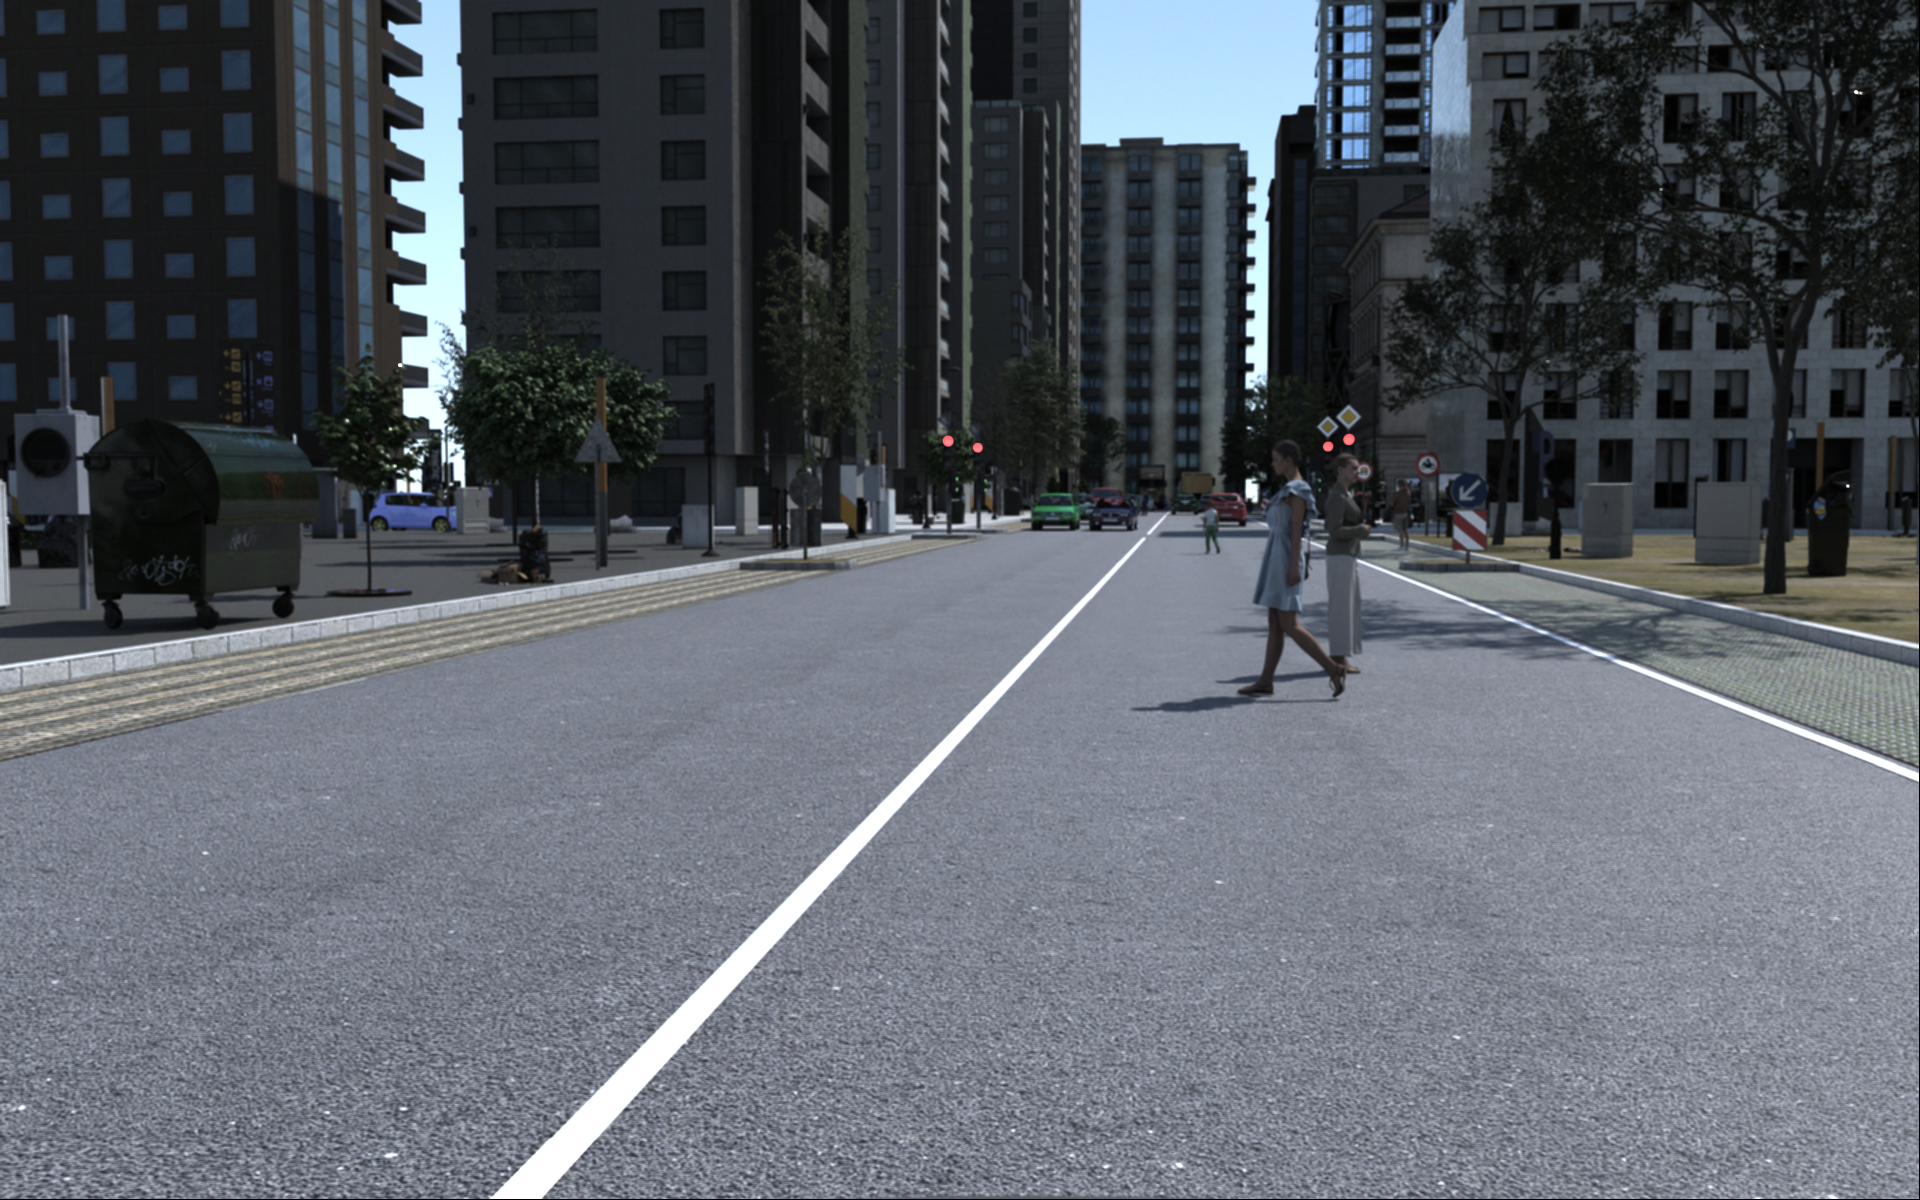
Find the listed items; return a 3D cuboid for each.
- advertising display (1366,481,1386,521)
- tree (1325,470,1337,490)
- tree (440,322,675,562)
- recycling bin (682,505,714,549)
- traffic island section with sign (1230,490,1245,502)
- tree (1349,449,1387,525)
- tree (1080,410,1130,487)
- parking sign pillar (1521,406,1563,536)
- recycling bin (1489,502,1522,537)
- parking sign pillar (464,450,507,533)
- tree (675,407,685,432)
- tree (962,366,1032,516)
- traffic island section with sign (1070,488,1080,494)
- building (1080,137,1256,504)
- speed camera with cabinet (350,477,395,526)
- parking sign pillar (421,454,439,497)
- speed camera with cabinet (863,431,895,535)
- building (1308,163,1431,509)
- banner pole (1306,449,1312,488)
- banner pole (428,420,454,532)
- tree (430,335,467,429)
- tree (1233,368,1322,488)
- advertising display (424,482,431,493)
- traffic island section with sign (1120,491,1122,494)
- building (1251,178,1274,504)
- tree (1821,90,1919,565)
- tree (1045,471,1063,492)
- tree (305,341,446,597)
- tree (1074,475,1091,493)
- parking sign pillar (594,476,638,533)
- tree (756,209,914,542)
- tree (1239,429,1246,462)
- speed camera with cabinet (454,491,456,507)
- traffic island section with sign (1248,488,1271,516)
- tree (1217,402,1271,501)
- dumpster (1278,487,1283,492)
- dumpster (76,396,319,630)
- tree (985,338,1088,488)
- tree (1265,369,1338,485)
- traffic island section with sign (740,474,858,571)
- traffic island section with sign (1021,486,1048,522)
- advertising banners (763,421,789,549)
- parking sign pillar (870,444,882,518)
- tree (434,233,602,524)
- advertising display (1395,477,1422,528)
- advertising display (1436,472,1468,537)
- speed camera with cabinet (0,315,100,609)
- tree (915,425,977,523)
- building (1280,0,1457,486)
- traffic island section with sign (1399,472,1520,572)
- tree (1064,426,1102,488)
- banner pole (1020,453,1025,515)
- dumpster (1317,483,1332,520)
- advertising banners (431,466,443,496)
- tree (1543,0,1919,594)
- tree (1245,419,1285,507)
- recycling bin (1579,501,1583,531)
[{"bbox_3d":[20.141,-4.812,83.886,0.974,1.923,0.123,1,4,12],"label":"advertising display"},{"bbox_3d":[17.634,-5.226,80.045,1.663,3.219,1.824,0,3,0],"label":"tree"},{"bbox_3d":[-8.172,-3.031,33.276,4.285,4.588,4.351,0,3,0],"label":"tree"},{"bbox_3d":[-6.133,-1.714,40.573,0.722,1.027,0.722,0,4,-7],"label":"recycling bin"},{"bbox_3d":[26.445,-9.479,163.611,1.989,1.847,2.006,0,4,7],"label":"traffic island section with sign"},{"bbox_3d":[17.071,-4.790,72.926,1.663,3.219,1.824,0,3,0],"label":"tree"},{"bbox_3d":[17.530,-17.727,215.585,9.928,11.665,9.643,0,3,0],"label":"tree"},{"bbox_3d":[17.796,-3.958,53.183,1.447,3.967,1.447,3,5,42],"label":"parking sign pillar"},{"bbox_3d":[16.374,-2.411,51.977,0.722,1.027,0.722,0,4,-7],"label":"recycling bin"},{"bbox_3d":[-15.837,-4.229,57.621,1.447,3.967,1.447,2,4,32],"label":"parking sign pillar"},{"bbox_3d":[-7.746,-3.318,37.969,4.285,4.588,4.351,0,3,0],"label":"tree"},{"bbox_3d":[2.246,-9.071,98.678,4.360,8.622,3.978,0,3,0],"label":"tree"},{"bbox_3d":[7.678,-6.507,115.017,1.989,1.847,2.006,0,4,7],"label":"traffic island section with sign"},{"bbox_3d":[24.492,-37.670,235.507,30.456,49.044,23.786,0,4,7],"label":"building"},{"bbox_3d":[-24.199,-4.711,71.368,0.660,3.252,2.038,2,4,24],"label":"speed camera with cabinet"},{"bbox_3d":[-35.053,-7.734,114.928,1.447,3.967,1.447,1,4,18],"label":"parking sign pillar"},{"bbox_3d":[-2.575,-3.722,55.196,0.660,3.252,2.038,1,4,12],"label":"speed camera with cabinet"},{"bbox_3d":[38.240,-23.469,155.422,14.160,30.474,14.107,0,4,7],"label":"building"},{"bbox_3d":[19.371,-6.492,96.156,0.401,3.779,0.863,2,4,33],"label":"banner pole"},{"bbox_3d":[-17.568,-4.191,58.542,0.863,3.779,0.401,0,4,1],"label":"banner pole"},{"bbox_3d":[-22.239,-7.901,79.545,4.737,8.622,4.395,0,3,0],"label":"tree"},{"bbox_3d":[26.293,-13.220,141.902,9.928,11.665,9.643,0,3,0],"label":"tree"},{"bbox_3d":[-29.394,-5.531,95.651,0.123,1.923,0.974,0,4,0],"label":"advertising display"},{"bbox_3d":[17.794,-11.251,192.579,1.989,1.847,2.006,0,4,7],"label":"traffic island section with sign"},{"bbox_3d":[53.724,-35.217,230.426,28.867,44.769,22.147,0,4,7],"label":"building"},{"bbox_3d":[17.390,-4.929,30.947,4.360,8.622,3.978,0,3,0],"label":"tree"},{"bbox_3d":[7.282,-8.754,137.726,1.663,3.219,1.824,0,3,0],"label":"tree"},{"bbox_3d":[-7.393,-1.676,22.011,1.663,3.219,1.824,0,3,0],"label":"tree"},{"bbox_3d":[12.063,-10.858,172.130,1.663,3.219,1.824,0,3,0],"label":"tree"},{"bbox_3d":[-11.395,-4.206,57.247,1.447,3.967,1.447,1,4,23],"label":"parking sign pillar"},{"bbox_3d":[-3.575,-5.843,45.895,4.737,8.622,4.395,0,3,0],"label":"tree"},{"bbox_3d":[30.396,-13.819,176.302,4.360,8.622,3.978,0,3,0],"label":"tree"},{"bbox_3d":[-26.080,-6.038,93.060,2.038,3.252,0.660,-2,4,-26],"label":"speed camera with cabinet"},{"bbox_3d":[19.918,-6.424,113.658,1.989,1.847,2.006,0,4,7],"label":"traffic island section with sign"},{"bbox_3d":[35.424,-18.036,213.011,7.486,12.596,7.792,0,3,0],"label":"tree"},{"bbox_3d":[23.546,-7.278,124.756,1.264,1.857,1.865,0,4,7],"label":"dumpster"},{"bbox_3d":[-7.517,-0.897,17.156,1.502,2.255,1.985,0,4,7],"label":"dumpster"},{"bbox_3d":[5.585,-12.678,125.412,7.486,12.596,7.792,0,3,0],"label":"tree"},{"bbox_3d":[20.457,-9.300,102.414,4.737,8.622,4.395,0,3,0],"label":"tree"},{"bbox_3d":[-3.018,-1.501,33.165,1.989,1.847,2.006,0,4,7],"label":"traffic island section with sign"},{"bbox_3d":[4.179,-4.872,88.289,1.989,1.847,2.006,0,4,7],"label":"traffic island section with sign"},{"bbox_3d":[-4.377,-2.744,41.056,0.090,3.025,2.074,-1,4,-21],"label":"advertising banners"},{"bbox_3d":[-4.823,-6.485,94.506,1.447,3.967,1.447,1,4,17],"label":"parking sign pillar"},{"bbox_3d":[-12.117,-5.995,48.381,4.360,8.622,3.978,0,3,0],"label":"tree"},{"bbox_3d":[16.958,-3.692,65.583,0.974,1.923,0.123,2,4,26],"label":"advertising display"},{"bbox_3d":[14.635,-2.826,51.419,0.974,1.923,0.123,0,4,0],"label":"advertising display"},{"bbox_3d":[-10.596,-1.511,19.035,2.038,3.252,0.660,0,3,0],"label":"speed camera with cabinet"},{"bbox_3d":[-0.430,-5.720,77.229,4.285,4.588,4.351,0,3,0],"label":"tree"},{"bbox_3d":[44.905,-52.776,175.553,22.319,86.520,31.000,0,4,7],"label":"building"},{"bbox_3d":[9.340,-1.463,32.554,1.989,1.847,2.006,0,4,7],"label":"traffic island section with sign"},{"bbox_3d":[13.065,-14.398,185.765,4.360,8.622,3.978,0,3,0],"label":"tree"},{"bbox_3d":[3.783,-7.120,106.429,0.401,3.779,0.863,1,4,13],"label":"banner pole"},{"bbox_3d":[18.649,-4.978,87.145,1.264,1.857,1.865,0,4,7],"label":"dumpster"},{"bbox_3d":[-32.638,-6.814,107.591,2.074,3.025,0.090,3,5,43],"label":"advertising banners"},{"bbox_3d":[10.225,-5.349,21.867,7.601,10.594,8.767,-2,4,-35],"label":"tree"},{"bbox_3d":[28.459,-12.725,158.415,4.360,8.622,3.978,0,3,0],"label":"tree"},{"bbox_3d":[22.038,-2.931,60.468,0.722,1.027,0.722,2,4,29],"label":"recycling bin"}]
